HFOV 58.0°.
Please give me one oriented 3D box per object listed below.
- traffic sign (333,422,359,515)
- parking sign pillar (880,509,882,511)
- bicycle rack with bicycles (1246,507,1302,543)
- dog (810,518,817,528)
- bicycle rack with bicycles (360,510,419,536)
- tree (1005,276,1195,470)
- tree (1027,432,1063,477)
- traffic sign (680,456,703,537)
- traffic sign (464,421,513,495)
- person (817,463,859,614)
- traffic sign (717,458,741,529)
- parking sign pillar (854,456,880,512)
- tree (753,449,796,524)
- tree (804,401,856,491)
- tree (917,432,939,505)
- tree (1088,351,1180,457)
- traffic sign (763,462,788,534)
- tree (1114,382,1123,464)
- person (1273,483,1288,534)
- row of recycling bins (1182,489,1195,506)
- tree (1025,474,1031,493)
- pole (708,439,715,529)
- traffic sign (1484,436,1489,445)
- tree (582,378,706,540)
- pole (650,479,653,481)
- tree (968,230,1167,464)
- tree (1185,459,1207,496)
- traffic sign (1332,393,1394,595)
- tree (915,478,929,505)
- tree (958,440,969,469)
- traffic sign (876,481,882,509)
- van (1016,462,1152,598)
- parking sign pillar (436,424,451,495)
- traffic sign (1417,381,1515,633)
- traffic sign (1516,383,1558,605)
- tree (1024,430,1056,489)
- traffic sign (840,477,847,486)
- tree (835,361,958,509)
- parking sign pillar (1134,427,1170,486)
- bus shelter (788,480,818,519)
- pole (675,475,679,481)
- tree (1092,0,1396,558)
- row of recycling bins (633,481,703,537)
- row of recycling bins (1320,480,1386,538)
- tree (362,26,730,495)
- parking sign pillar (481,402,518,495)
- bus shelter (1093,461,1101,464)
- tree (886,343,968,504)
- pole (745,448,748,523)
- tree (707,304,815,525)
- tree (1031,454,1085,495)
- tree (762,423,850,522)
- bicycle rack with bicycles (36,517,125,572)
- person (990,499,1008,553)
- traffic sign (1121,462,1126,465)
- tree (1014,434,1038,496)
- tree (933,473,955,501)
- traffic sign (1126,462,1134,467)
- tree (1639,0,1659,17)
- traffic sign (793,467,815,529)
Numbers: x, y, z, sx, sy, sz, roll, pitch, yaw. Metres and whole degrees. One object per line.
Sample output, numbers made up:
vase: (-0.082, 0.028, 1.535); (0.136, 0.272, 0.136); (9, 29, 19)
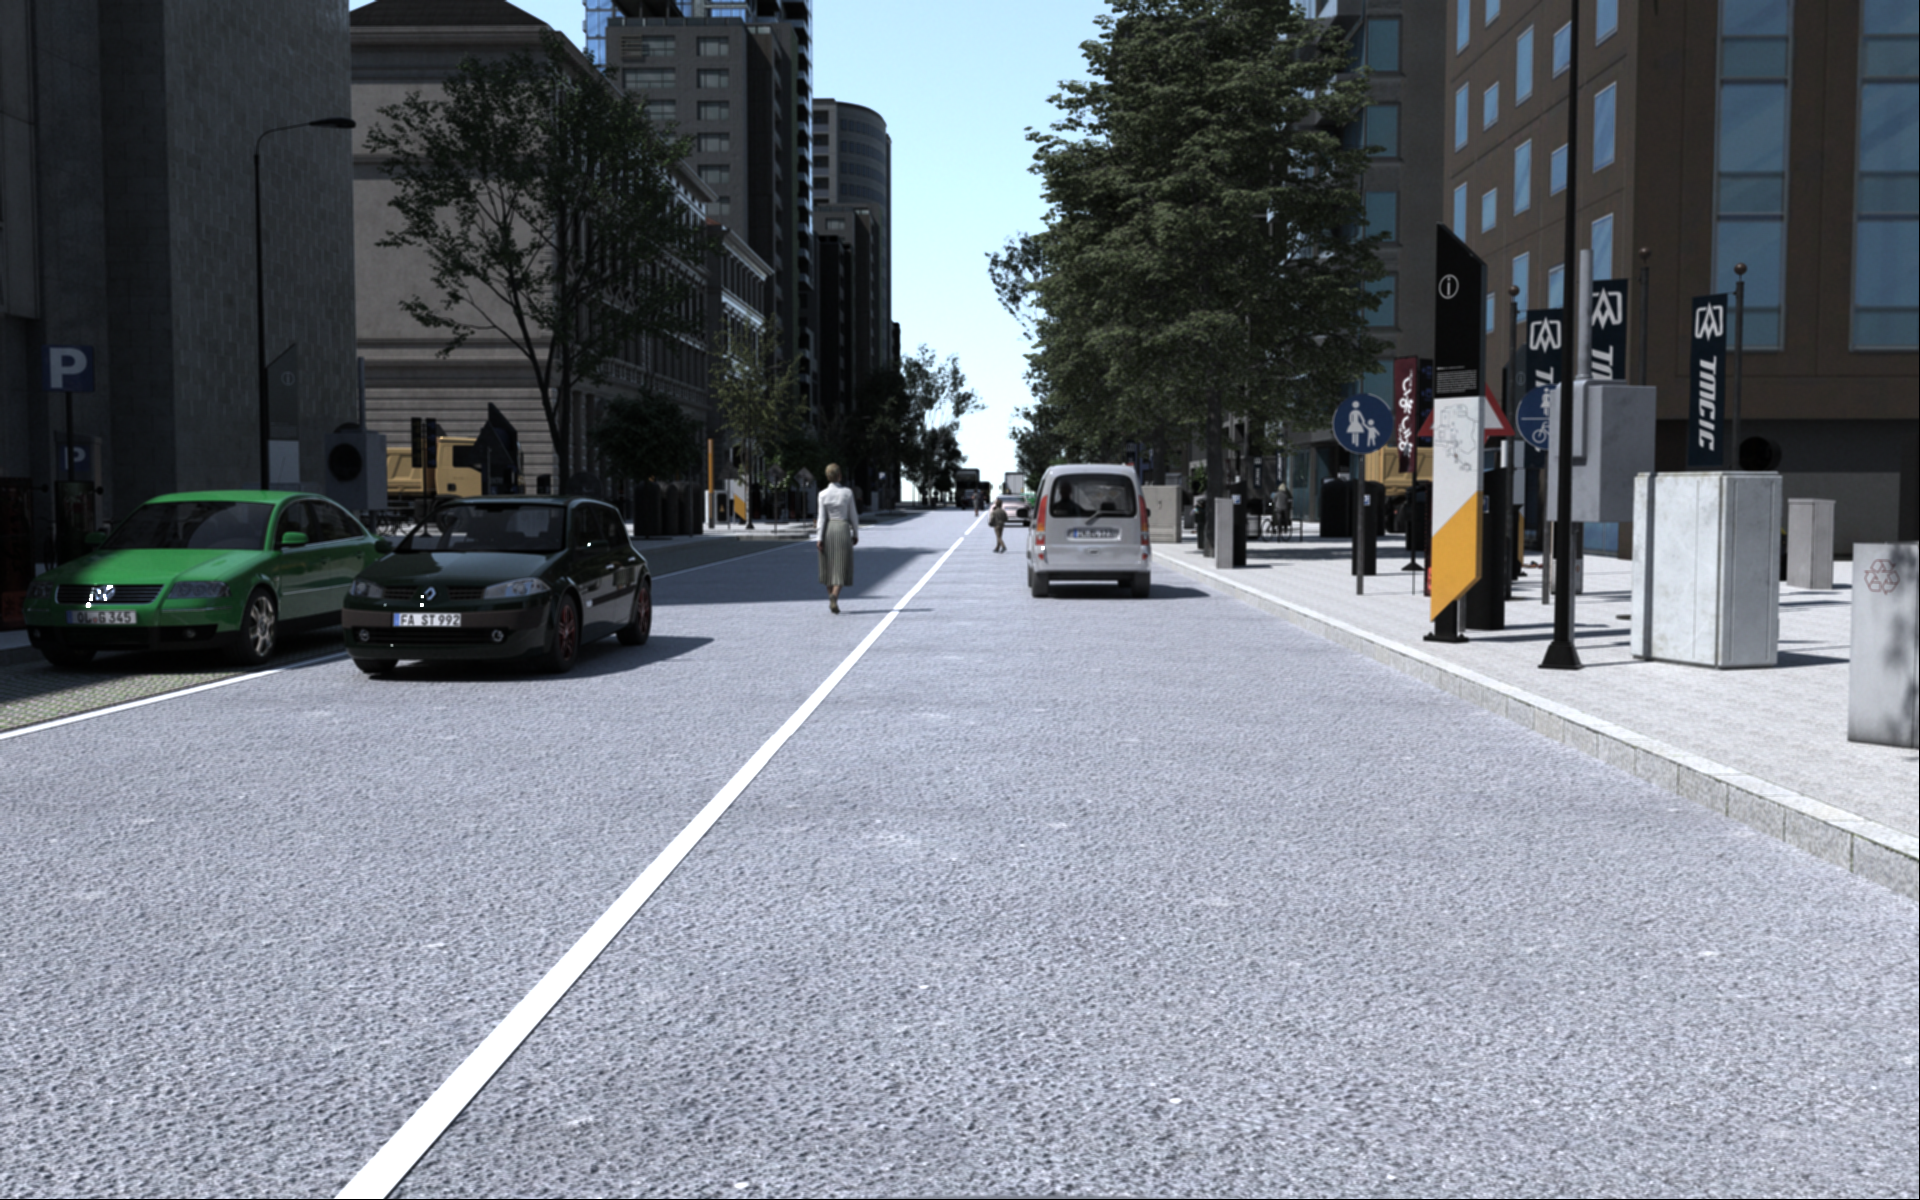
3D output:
traffic sign: (-10.825, -1.878, 30.806); (0.768, 2.556, 0.104); (0, 4, 3)
parking sign pillar: (-6.497, -8.547, 128.210); (1.447, 3.967, 1.447); (0, 4, -7)
bicycle rack with bicycles: (7.866, -2.034, 46.631); (2.852, 0.926, 2.925); (2, 4, 31)
dog: (-5.946, -3.210, 72.671); (0.550, 0.427, 0.748); (-3, 4, -38)
bicycle rack with bicycles: (-18.178, -2.441, 53.292); (2.925, 0.926, 2.852); (-1, 4, -19)
tree: (7.273, -10.415, 87.300); (9.611, 12.733, 9.660); (0, 3, 0)
tree: (8.039, -12.834, 160.201); (4.360, 8.622, 3.978); (0, 3, 0)
traffic sign: (-7.994, -3.136, 51.385); (0.768, 2.556, 0.104); (0, 4, 5)
traffic sign: (-8.365, -1.879, 30.732); (0.884, 2.594, 0.081); (0, 4, 3)
person: (-1.486, -0.733, 20.705); (0.478, 1.798, 0.641); (1, 4, 11)
traffic sign: (-8.386, -3.842, 62.827); (0.884, 2.594, 0.081); (0, 4, 5)
parking sign pillar: (-6.874, -8.193, 122.431); (1.447, 3.967, 1.447); (3, 5, 42)
tree: (-7.747, -4.853, 73.950); (1.663, 3.219, 1.824); (0, 3, 0)
tree: (-10.334, -11.390, 136.595); (4.360, 8.622, 3.978); (0, 3, 0)
tree: (-4.520, -14.999, 195.598); (4.737, 8.622, 4.395); (0, 3, 0)
tree: (7.484, -7.576, 74.222); (4.360, 8.622, 3.978); (0, 3, 0)
traffic sign: (-5.869, -3.147, 55.098); (0.795, 2.450, 0.064); (0, 4, 1)
tree: (9.565, -8.879, 95.530); (4.737, 8.622, 4.395); (0, 3, 0)
person: (10.926, -3.085, 59.115); (0.537, 1.800, 0.526); (0, 4, -3)
row of recycling bins: (15.353, -7.165, 124.255); (3.534, 1.692, 1.069); (-1, 4, -15)
tree: (9.417, -11.074, 164.770); (4.285, 4.588, 4.351); (0, 3, 0)
pole: (-9.219, -4.303, 64.194); (0.158, 3.312, 0.155); (0, 3, 0)
traffic sign: (6.684, -1.411, 23.178); (0.768, 2.556, 0.104); (0, 4, 6)
tree: (-8.914, -3.992, 48.980); (4.285, 4.588, 4.351); (0, 3, 0)
pole: (-11.700, -4.400, 65.784); (0.158, 3.312, 0.155); (0, 3, 0)
tree: (8.203, -15.557, 110.251); (12.611, 20.169, 13.585); (0, 3, 0)
tree: (13.288, -6.220, 96.299); (1.663, 3.219, 1.824); (0, 3, 0)
traffic sign: (5.096, -1.339, 21.991); (0.768, 2.556, 0.104); (0, 4, 3)
tree: (-4.447, -13.002, 207.180); (1.663, 3.219, 1.824); (0, 3, 0)
tree: (-3.036, -22.296, 281.554); (9.611, 12.733, 9.660); (0, 3, 0)
traffic sign: (-6.273, -7.998, 132.898); (0.606, 2.300, 0.079); (0, 4, 6)
van: (1.837, -1.123, 25.366); (2.013, 2.044, 4.112); (0, 4, 1)
parking sign pillar: (-19.648, -4.725, 65.718); (1.447, 3.967, 1.447); (-3, 5, -42)
traffic sign: (4.656, -0.978, 15.995); (0.884, 2.594, 0.081); (0, 4, 5)
traffic sign: (6.809, -1.220, 20.060); (0.768, 2.556, 0.104); (0, 4, 7)
tree: (9.200, -14.479, 187.099); (4.737, 8.622, 4.395); (0, 3, 0)
traffic sign: (-7.051, -6.265, 102.535); (0.768, 2.556, 0.104); (0, 4, 5)
tree: (-6.615, -14.215, 149.421); (9.611, 12.733, 9.660); (0, 3, 0)
parking sign pillar: (7.338, -4.763, 66.340); (1.447, 3.967, 1.447); (2, 4, 26)
bus shelter: (-8.058, -5.995, 91.934); (2.014, 3.302, 5.546); (0, 4, 1)
pole: (-14.645, -5.862, 89.692); (0.158, 3.312, 0.155); (0, 3, 0)
tree: (4.754, -7.148, 35.002); (7.486, 12.596, 7.792); (0, 3, 0)
row of recycling bins: (-9.014, -2.862, 53.908); (1.069, 1.692, 3.534); (1, 4, 19)
row of recycling bins: (11.952, -2.771, 52.425); (1.069, 1.692, 3.534); (3, 4, 37)
tree: (-9.398, -6.998, 40.169); (9.928, 11.665, 9.643); (0, 3, 0)
parking sign pillar: (-13.436, -3.795, 50.526); (1.447, 3.967, 1.447); (3, 5, 43)
bus shelter: (7.382, -6.521, 100.546); (2.014, 3.302, 5.546); (0, 4, 2)
tree: (-3.657, -21.940, 214.605); (12.611, 20.169, 13.585); (0, 3, 0)
pole: (-9.591, -5.109, 77.379); (0.158, 3.312, 0.155); (0, 3, 0)
tree: (-8.186, -7.219, 68.393); (4.737, 8.622, 4.395); (0, 3, 0)
tree: (7.961, -8.816, 127.858); (4.285, 4.588, 4.351); (0, 3, 0)
tree: (-7.561, -5.875, 79.771); (4.285, 4.588, 4.351); (0, 3, 0)
bicycle rack with bicycles: (-13.045, -0.847, 27.235); (2.852, 0.926, 2.925); (-2, 4, -32)
person: (0.937, -1.796, 42.135); (0.475, 1.303, 0.640); (-3, 4, -36)
traffic sign: (5.171, -3.129, 54.807); (0.795, 2.450, 0.064); (0, 4, 1)
tree: (11.998, -21.103, 270.782); (9.928, 11.665, 9.643); (0, 3, 0)
tree: (-2.357, -18.721, 289.806); (4.285, 4.588, 4.351); (0, 3, 0)
traffic sign: (6.904, -4.248, 69.565); (0.768, 2.556, 0.104); (0, 4, 7)
tree: (5.007, -4.345, 5.457); (8.767, 10.594, 7.601); (-2, 4, -31)
traffic sign: (-5.672, -3.635, 63.081); (0.795, 2.450, 0.064); (0, 4, 1)
